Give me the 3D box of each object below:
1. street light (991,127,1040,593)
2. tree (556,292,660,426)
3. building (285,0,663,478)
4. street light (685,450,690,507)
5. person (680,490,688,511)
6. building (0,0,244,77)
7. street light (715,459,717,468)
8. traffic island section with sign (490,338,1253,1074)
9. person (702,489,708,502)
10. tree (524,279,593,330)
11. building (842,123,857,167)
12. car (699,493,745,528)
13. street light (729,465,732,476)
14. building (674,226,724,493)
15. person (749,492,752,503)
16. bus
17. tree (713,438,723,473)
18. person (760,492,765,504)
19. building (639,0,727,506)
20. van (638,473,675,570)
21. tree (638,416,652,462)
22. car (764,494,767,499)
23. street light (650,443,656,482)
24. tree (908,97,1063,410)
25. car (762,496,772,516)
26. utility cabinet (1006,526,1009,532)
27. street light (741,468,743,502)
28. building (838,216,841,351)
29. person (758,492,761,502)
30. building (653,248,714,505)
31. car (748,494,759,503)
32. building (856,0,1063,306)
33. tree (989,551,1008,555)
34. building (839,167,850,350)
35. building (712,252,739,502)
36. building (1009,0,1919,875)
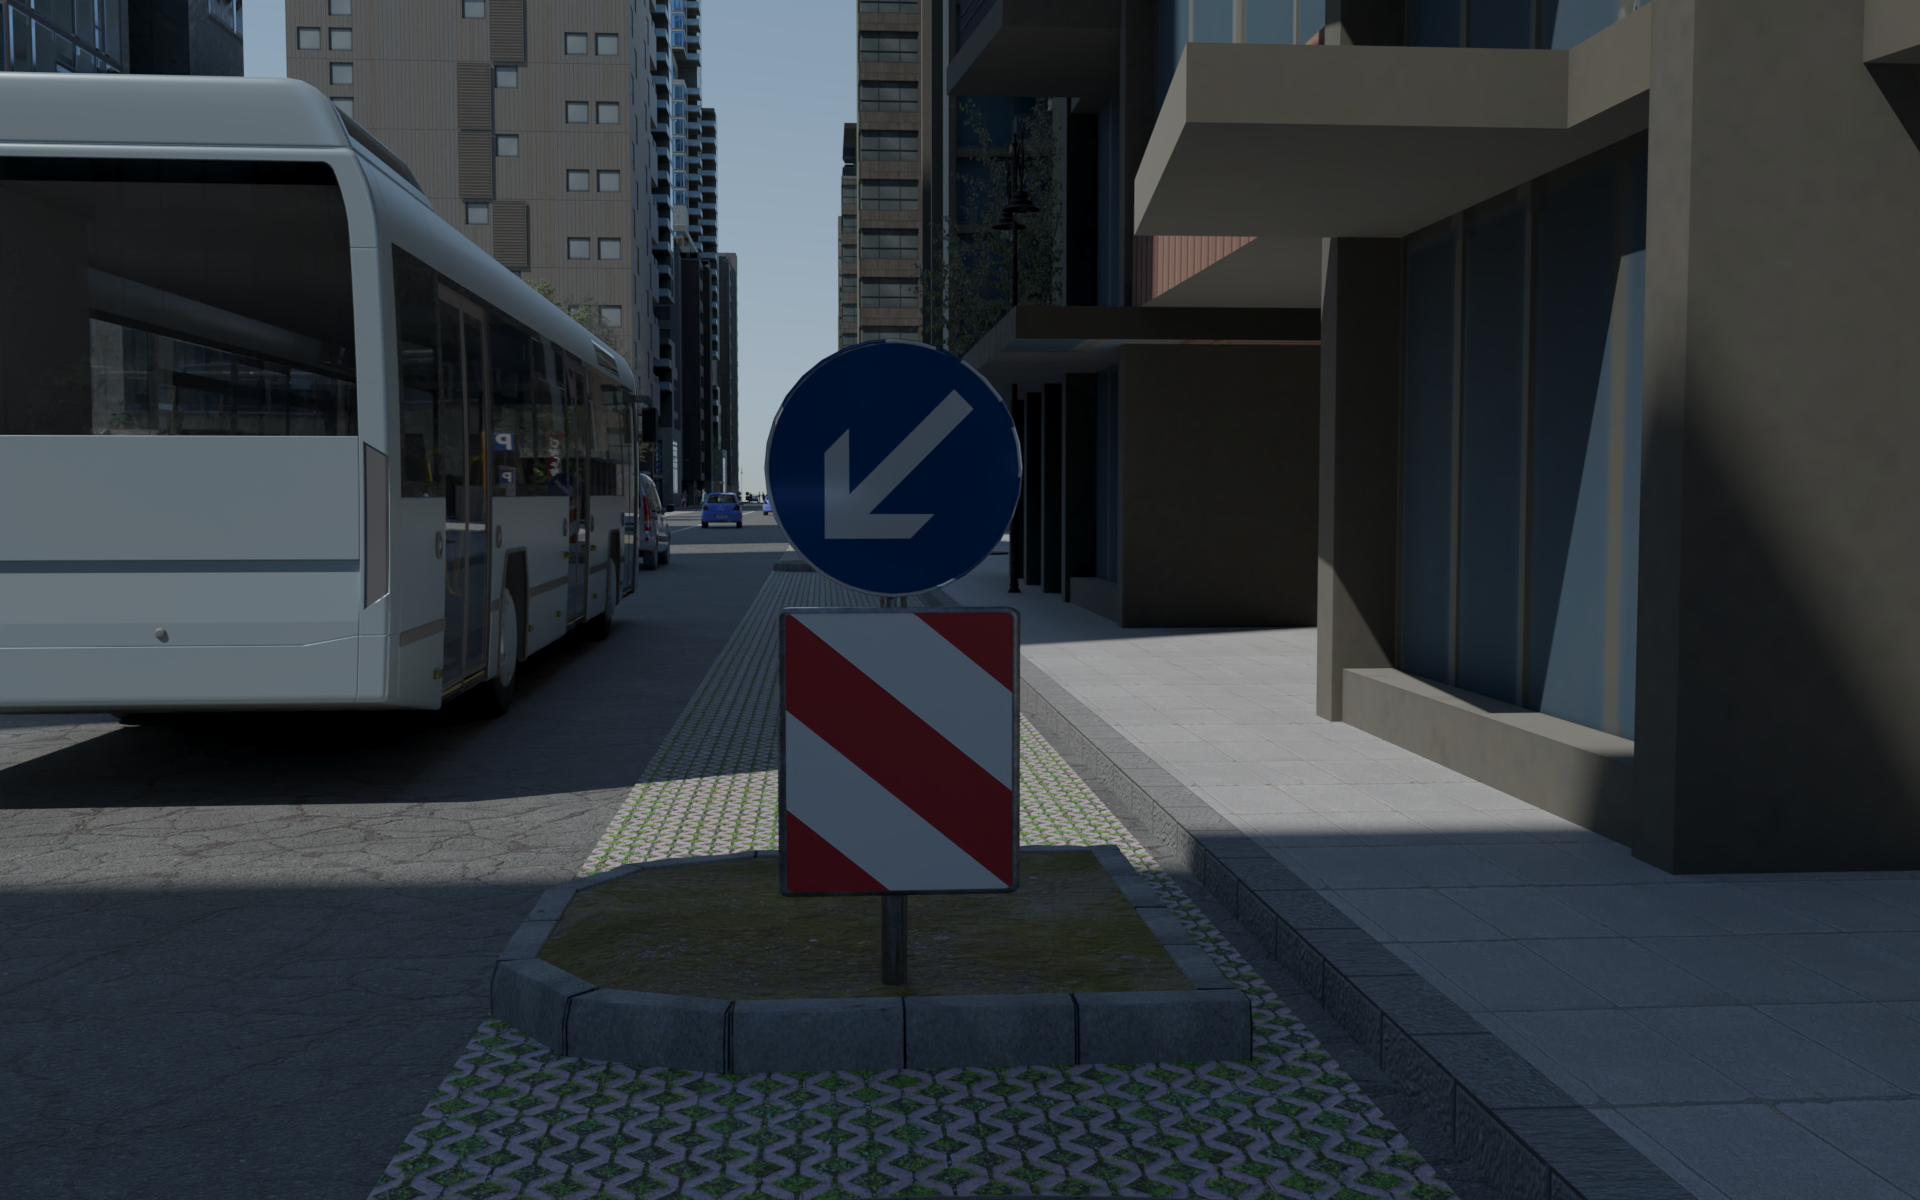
[{"bbox_3d":[0.705,-3.032,22.357,0.468,5.910,1.993,0,4,-5],"label":"street light"},{"bbox_3d":[-23.284,-11.869,104.435,12.009,13.543,11.850,0,3,0],"label":"tree"},{"bbox_3d":[-40.931,-34.379,151.331,28.713,52.752,27.495,0,4,-5],"label":"building"},{"bbox_3d":[-27.860,-12.479,176.820,0.468,5.910,1.993,0,4,-5],"label":"street light"},{"bbox_3d":[-23.016,-8.281,144.343,0.683,1.767,0.568,-1,4,-14],"label":"person"},{"bbox_3d":[-33.342,-44.801,45.166,31.000,86.520,22.319,0,4,-5],"label":"building"},{"bbox_3d":[-31.695,-15.416,224.838,0.468,5.910,1.993,0,4,-5],"label":"street light"},{"bbox_3d":[-0.331,0.209,5.213,1.989,1.847,2.006,0,4,-5],"label":"traffic island section with sign"},{"bbox_3d":[-18.566,-7.207,126.352,0.620,1.820,0.660,1,4,16],"label":"person"},{"bbox_3d":[-22.456,-10.645,92.165,7.486,12.596,7.792,0,3,0],"label":"tree"},{"bbox_3d":[-2.694,-33.525,202.754,22.147,44.769,28.867,0,4,-5],"label":"building"},{"bbox_3d":[-10.125,-3.922,73.723,1.945,1.707,3.694,0,4,-6],"label":"car"},{"bbox_3d":[-34.418,-17.574,260.129,0.468,5.910,1.993,0,4,-5],"label":"street light"},{"bbox_3d":[-48.509,-33.149,233.863,32.217,40.220,23.993,0,4,-5],"label":"building"},{"bbox_3d":[-32.389,-15.824,268.146,0.541,1.710,0.530,0,4,-2],"label":"person"},{"bbox_3d":[-4.437,-1.183,14.199,2.948,3.499,13.247,0,4,-5],"label":"bus"},{"bbox_3d":[-31.513,-16.256,216.152,4.737,8.622,4.395,0,3,0],"label":"tree"},{"bbox_3d":[-29.615,-15.311,259.366,0.750,1.759,0.617,-2,4,-32],"label":"person"},{"bbox_3d":[-46.356,-57.976,260.585,22.319,86.520,31.000,0,4,-5],"label":"building"},{"bbox_3d":[-6.681,-1.660,34.145,2.013,2.044,4.112,0,4,-4],"label":"van"},{"bbox_3d":[-24.295,-10.678,124.948,4.360,8.622,3.978,0,3,0],"label":"tree"},{"bbox_3d":[-29.018,-15.632,264.627,2.155,1.783,4.494,0,4,-5],"label":"car"},{"bbox_3d":[-24.990,-10.304,141.264,0.468,5.910,1.993,0,4,-5],"label":"street light"},{"bbox_3d":[0.961,-4.970,31.620,4.360,8.622,3.978,0,3,0],"label":"tree"},{"bbox_3d":[-12.386,-6.564,116.907,1.945,1.707,3.694,0,4,-4],"label":"car"},{"bbox_3d":[1.528,-3.008,57.857,1.173,1.500,0.318,1,4,20],"label":"utility cabinet"},{"bbox_3d":[-37.235,-19.746,295.626,0.468,5.910,1.993,0,4,-5],"label":"street light"},{"bbox_3d":[-11.010,-35.045,256.571,14.154,41.232,14.086,0,4,-5],"label":"building"},{"bbox_3d":[-34.476,-17.637,296.731,0.599,1.838,0.709,1,4,10],"label":"person"},{"bbox_3d":[-36.642,-26.454,204.216,14.160,30.474,14.107,0,4,-5],"label":"building"},{"bbox_3d":[-34.616,-17.029,290.428,2.014,1.417,4.499,0,4,-5],"label":"car"},{"bbox_3d":[1.206,-19.919,97.381,14.160,30.474,14.107,0,4,-5],"label":"building"},{"bbox_3d":[0.647,-2.586,36.879,1.663,3.219,1.824,0,3,0],"label":"tree"},{"bbox_3d":[-3.673,-23.519,156.239,14.160,30.474,14.107,0,4,-5],"label":"building"},{"bbox_3d":[-43.854,-36.772,284.819,14.154,41.232,14.086,0,4,-5],"label":"building"},{"bbox_3d":[11.332,-21.950,13.501,22.147,44.769,28.867,0,4,-5],"label":"building"}]
